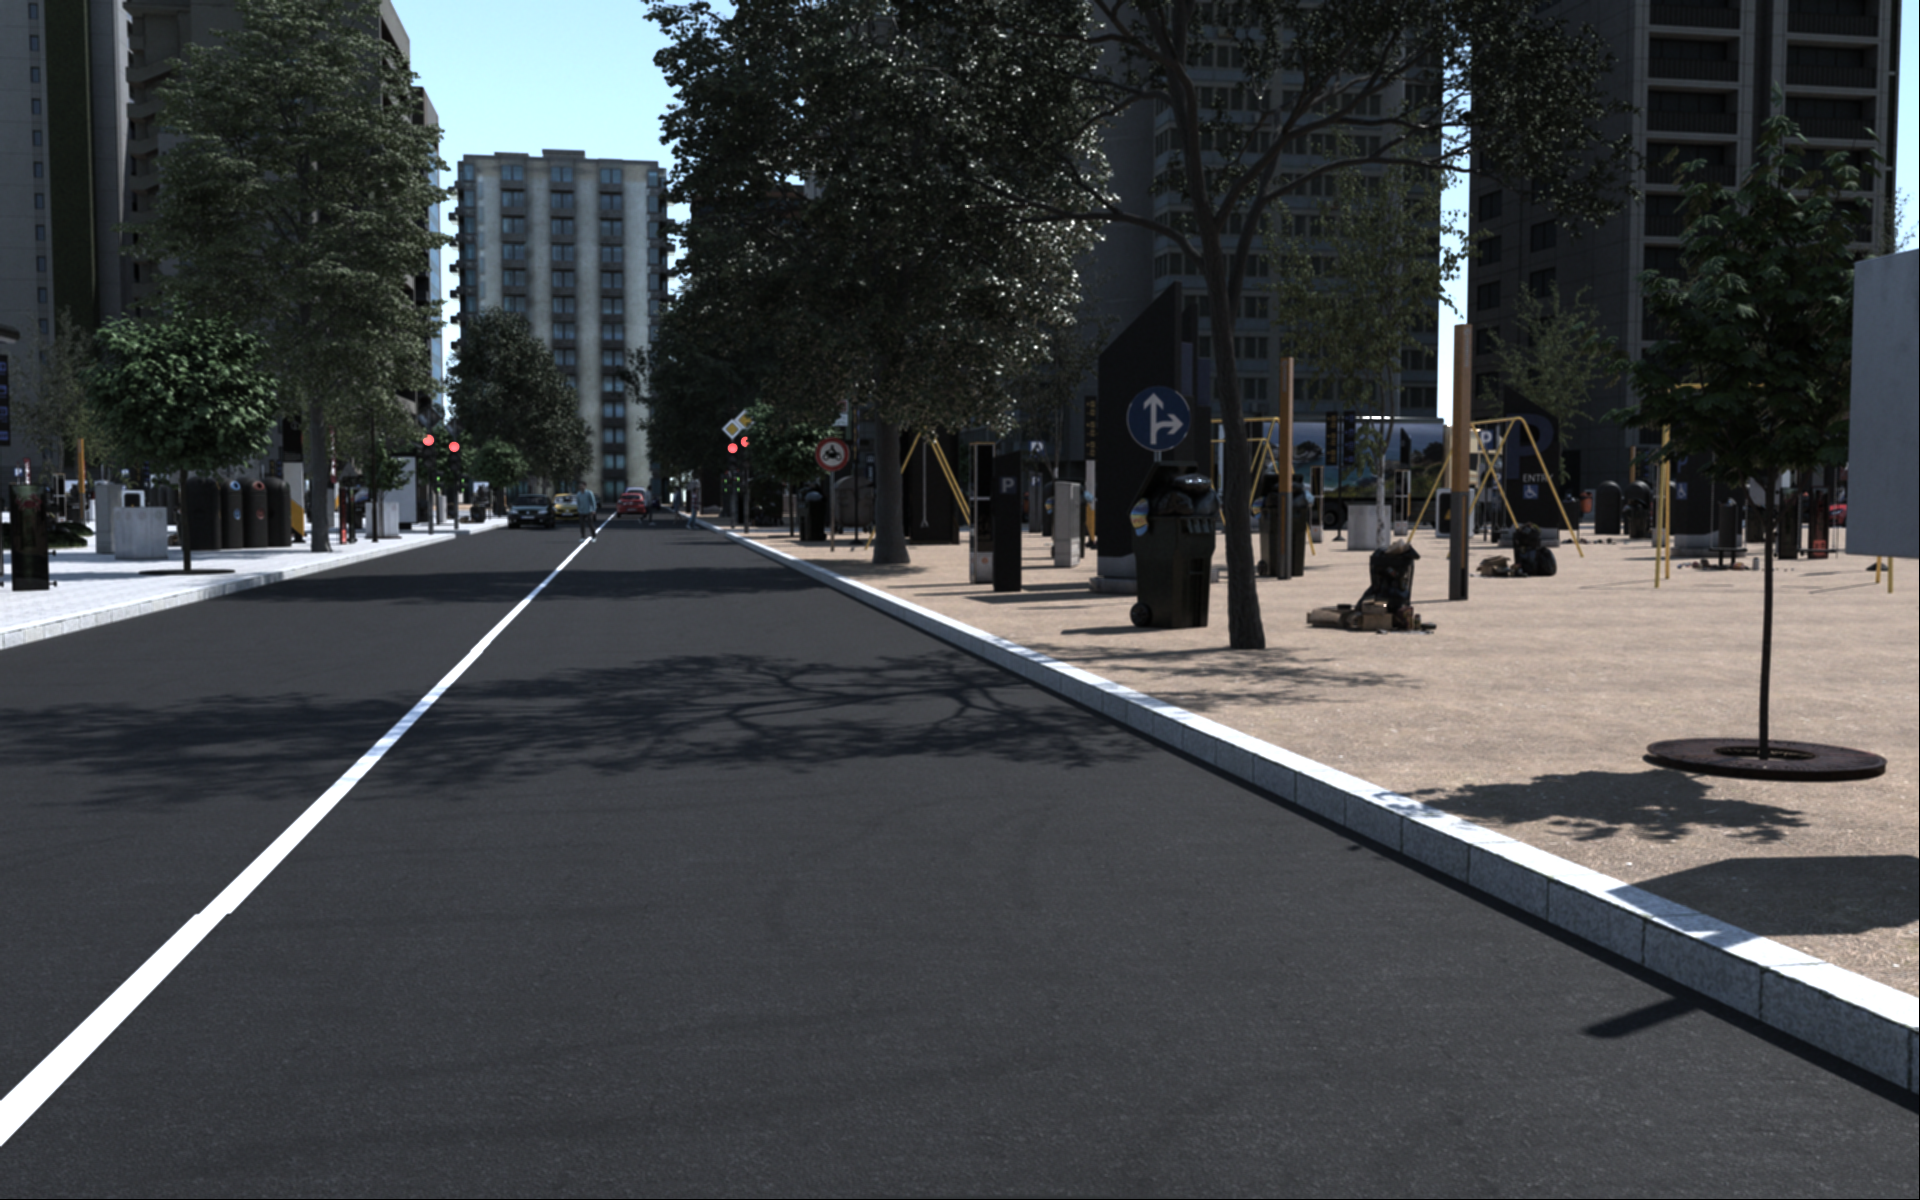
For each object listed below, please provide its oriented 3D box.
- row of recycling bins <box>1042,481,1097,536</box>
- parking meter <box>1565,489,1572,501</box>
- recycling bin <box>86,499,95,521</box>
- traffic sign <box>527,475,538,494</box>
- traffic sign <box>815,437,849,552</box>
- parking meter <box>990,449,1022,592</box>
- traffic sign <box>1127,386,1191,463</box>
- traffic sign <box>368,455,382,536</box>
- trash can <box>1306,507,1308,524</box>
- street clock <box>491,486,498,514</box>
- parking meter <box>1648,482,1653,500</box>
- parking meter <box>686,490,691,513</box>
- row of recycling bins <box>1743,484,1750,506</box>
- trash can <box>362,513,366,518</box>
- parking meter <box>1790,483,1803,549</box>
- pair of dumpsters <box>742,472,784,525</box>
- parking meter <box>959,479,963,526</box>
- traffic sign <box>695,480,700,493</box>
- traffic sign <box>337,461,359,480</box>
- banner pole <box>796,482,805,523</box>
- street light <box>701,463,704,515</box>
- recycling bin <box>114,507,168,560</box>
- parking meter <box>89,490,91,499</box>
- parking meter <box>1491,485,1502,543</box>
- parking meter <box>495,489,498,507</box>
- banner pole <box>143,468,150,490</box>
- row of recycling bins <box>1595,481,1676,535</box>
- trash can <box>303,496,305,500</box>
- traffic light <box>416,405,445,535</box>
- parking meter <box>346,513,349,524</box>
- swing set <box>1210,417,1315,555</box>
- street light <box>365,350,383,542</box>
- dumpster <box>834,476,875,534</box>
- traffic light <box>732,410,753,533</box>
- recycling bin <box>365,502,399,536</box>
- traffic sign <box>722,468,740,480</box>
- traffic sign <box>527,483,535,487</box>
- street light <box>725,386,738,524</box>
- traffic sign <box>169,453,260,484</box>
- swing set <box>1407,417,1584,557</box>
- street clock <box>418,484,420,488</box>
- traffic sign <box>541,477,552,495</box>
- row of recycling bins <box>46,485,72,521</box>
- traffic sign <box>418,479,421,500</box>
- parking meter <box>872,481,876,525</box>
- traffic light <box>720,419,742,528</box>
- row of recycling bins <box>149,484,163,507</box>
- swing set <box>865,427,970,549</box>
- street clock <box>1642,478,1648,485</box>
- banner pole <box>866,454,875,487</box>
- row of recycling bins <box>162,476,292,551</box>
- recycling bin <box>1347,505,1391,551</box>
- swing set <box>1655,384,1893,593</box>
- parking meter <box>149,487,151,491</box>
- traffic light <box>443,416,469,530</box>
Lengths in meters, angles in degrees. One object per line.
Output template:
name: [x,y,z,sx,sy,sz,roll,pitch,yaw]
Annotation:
row of recycling bins: [4.100,-2.833,53.437,3.534,1.692,1.069,-2,4,-34]
parking meter: [30.862,-4.861,87.882,0.372,1.533,0.369,0,3,0]
recycling bin: [-41.036,-4.228,81.686,0.722,1.027,0.722,0,4,8]
traffic sign: [-28.819,-7.139,116.825,0.768,2.556,0.104,0,4,-5]
traffic sign: [-2.849,-2.356,38.628,0.768,2.556,0.104,0,4,-7]
parking meter: [0.602,-1.045,22.789,0.399,1.863,0.255,0,4,-5]
traffic sign: [2.335,-1.247,20.499,0.768,2.556,0.104,0,4,-7]
traffic sign: [-17.049,-3.106,50.892,0.768,2.556,0.104,0,4,-6]
trash can: [11.529,-2.891,58.926,0.748,1.137,0.748,0,3,0]
street clock: [-30.638,-6.693,113.993,0.358,2.002,0.471,2,4,30]
parking meter: [34.130,-4.875,85.410,0.399,1.863,0.255,1,4,21]
parking meter: [-18.287,-6.620,116.648,0.372,1.533,0.369,0,3,0]
row of recycling bins: [33.240,-4.035,73.082,1.069,1.692,3.534,2,4,28]
trash can: [-32.219,-5.034,93.966,0.748,1.137,0.748,0,3,0]
parking meter: [19.430,-1.956,40.386,0.372,1.533,0.369,0,3,0]
pair of dumpsters: [-8.193,-4.281,72.490,1.574,2.255,4.437,-1,4,-11]
parking meter: [-0.080,-3.883,69.192,0.255,1.863,0.399,3,5,41]
traffic sign: [-17.976,-7.182,119.554,0.606,2.300,0.079,0,4,-6]
traffic sign: [-23.840,-4.133,67.581,0.884,2.594,0.081,-1,4,-10]
banner pole: [-7.085,-5.235,75.606,0.401,3.779,0.863,-1,4,-11]
street light: [-15.763,-8.132,105.741,0.468,5.910,1.993,-1,4,-11]
recycling bin: [-16.099,-1.314,34.043,0.722,1.027,0.722,2,4,33]
parking meter: [-48.417,-5.386,96.466,0.372,1.533,0.369,0,3,0]
parking meter: [14.180,-2.271,45.537,0.372,1.533,0.369,0,3,0]
parking meter: [-35.494,-7.795,133.159,0.399,1.863,0.255,-2,4,-28]
banner pole: [-55.886,-7.908,119.310,0.863,3.779,0.401,-3,4,-38]
row of recycling bins: [21.978,-2.922,54.885,3.534,1.692,1.069,2,4,28]
trash can: [-44.074,-6.363,115.683,0.748,1.137,0.748,0,3,0]
traffic light: [-16.753,-4.029,54.792,0.839,4.253,0.868,-1,4,-11]
parking meter: [-26.736,-4.097,75.402,0.372,1.533,0.369,0,3,0]
swing set: [5.536,-2.361,36.220,2.862,2.851,3.119,-3,5,-44]
street light: [-15.617,-4.482,46.063,0.468,5.910,1.993,-1,4,-11]
dumpster: [-3.452,-3.083,56.172,1.264,1.857,1.865,-1,4,-11]
traffic light: [-7.015,-4.141,56.632,0.839,4.253,0.868,-1,4,-11]
recycling bin: [-17.577,-2.454,52.670,0.722,1.027,0.722,3,4,38]
traffic sign: [-8.801,-4.108,67.175,0.884,2.594,0.081,0,4,-3]
traffic sign: [-33.290,-8.233,134.719,0.768,2.556,0.104,0,4,-2]
street light: [-9.634,-6.134,73.074,0.468,5.910,1.993,-1,4,-11]
traffic sign: [-19.025,-3.078,44.195,2.265,3.308,0.079,0,4,-3]
swing set: [11.174,-2.383,36.587,2.862,2.851,3.119,0,4,-4]
street clock: [-27.288,-5.024,86.716,0.471,2.002,0.358,2,4,33]
traffic sign: [-31.610,-8.094,132.334,0.884,2.594,0.081,0,4,-5]
row of recycling bins: [-42.865,-4.542,81.380,1.069,1.692,3.534,1,4,11]
traffic sign: [-26.889,-5.246,85.870,0.768,2.556,0.104,0,4,-2]
parking meter: [-3.468,-4.069,72.232,0.399,1.863,0.255,1,4,15]
traffic light: [-8.490,-4.621,64.481,0.839,4.253,0.868,-1,4,-11]
row of recycling bins: [-32.632,-3.973,72.064,3.534,1.692,1.069,3,5,39]
swing set: [-0.856,-2.690,41.598,2.862,2.851,3.119,0,4,-3]
street clock: [31.171,-4.545,78.876,0.358,2.002,0.471,2,4,29]
banner pole: [-4.723,-6.385,94.409,0.863,3.779,0.401,1,4,10]
row of recycling bins: [-17.061,-2.060,40.791,1.069,1.692,3.534,1,4,13]
recycling bin: [9.368,-1.658,39.663,0.722,1.027,0.722,-1,4,-23]
swing set: [11.280,-1.632,24.306,3.119,2.851,2.862,2,4,25]
parking meter: [-59.251,-7.420,127.027,0.255,1.863,0.399,1,4,15]
traffic light: [-18.228,-4.509,62.641,0.839,4.253,0.868,-1,4,-11]
